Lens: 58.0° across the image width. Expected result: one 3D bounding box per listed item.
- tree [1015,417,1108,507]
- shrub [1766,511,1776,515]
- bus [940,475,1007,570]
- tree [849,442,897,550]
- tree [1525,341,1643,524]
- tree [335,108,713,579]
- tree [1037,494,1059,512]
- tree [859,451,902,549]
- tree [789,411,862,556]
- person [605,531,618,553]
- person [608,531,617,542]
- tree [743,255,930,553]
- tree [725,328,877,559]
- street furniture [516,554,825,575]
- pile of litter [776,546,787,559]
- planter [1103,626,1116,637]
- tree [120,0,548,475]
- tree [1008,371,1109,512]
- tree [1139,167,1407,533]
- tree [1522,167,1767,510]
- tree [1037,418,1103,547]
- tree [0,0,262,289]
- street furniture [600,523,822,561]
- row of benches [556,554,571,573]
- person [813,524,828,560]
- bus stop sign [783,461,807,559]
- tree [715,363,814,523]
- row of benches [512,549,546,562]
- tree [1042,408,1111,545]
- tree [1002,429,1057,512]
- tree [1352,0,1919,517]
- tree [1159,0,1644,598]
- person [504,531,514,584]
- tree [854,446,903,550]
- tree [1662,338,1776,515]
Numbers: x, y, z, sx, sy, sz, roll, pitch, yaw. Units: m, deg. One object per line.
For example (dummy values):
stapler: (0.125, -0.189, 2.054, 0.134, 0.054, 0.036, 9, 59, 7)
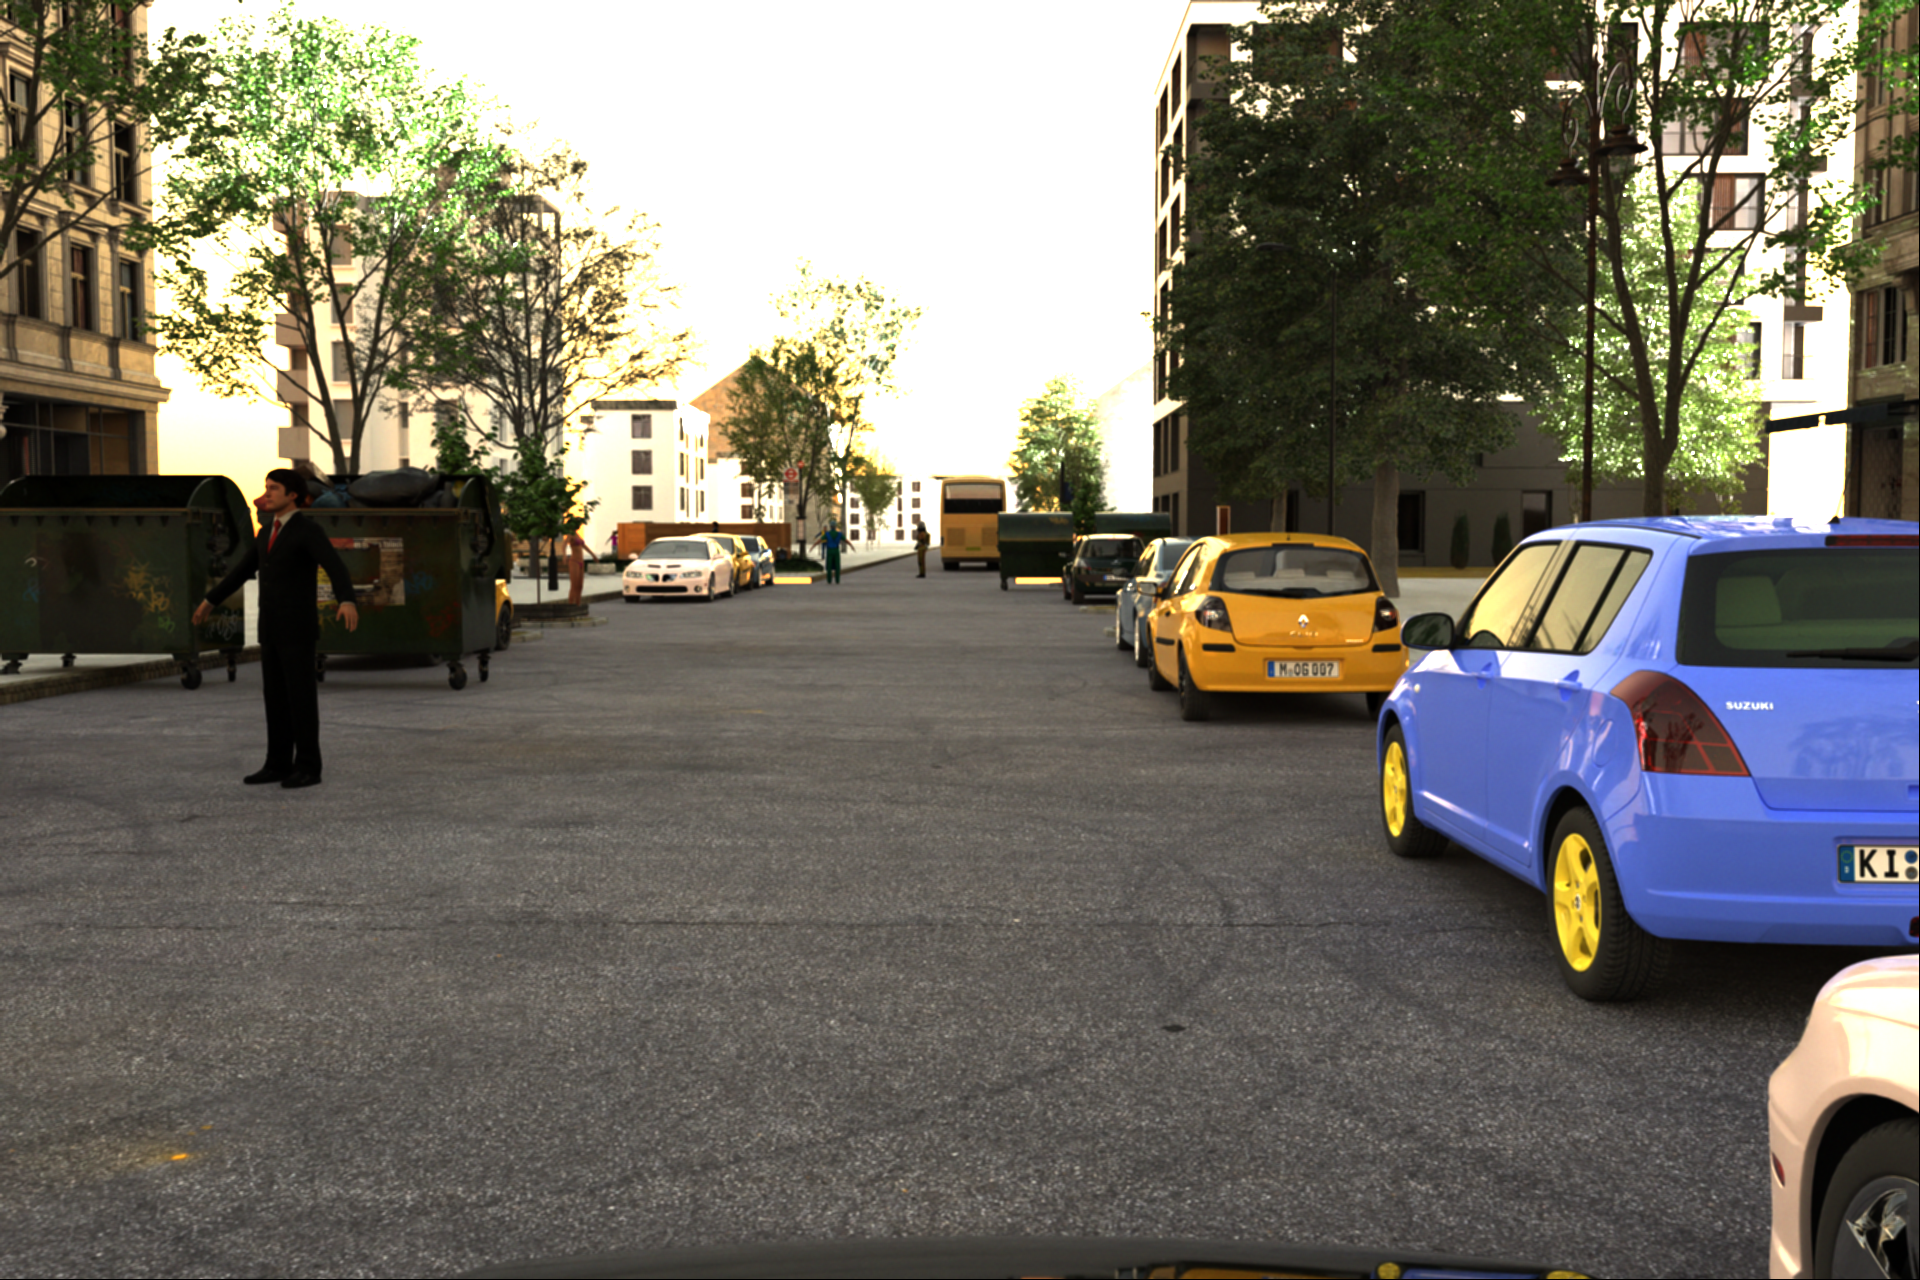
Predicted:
tree: (7.872, -12.074, 131.821, 7.601, 10.594, 8.767, 1, 4, 18)
shrub: (27.587, -3.359, 58.966, 1.661, 2.075, 1.752, 0, 3, 0)
bus: (0.535, -4.895, 71.579, 2.896, 3.916, 12.252, 0, 4, 0)
tree: (-7.057, -11.376, 136.356, 4.737, 8.622, 4.395, 0, 3, 0)
tree: (21.976, -6.852, 62.400, 4.360, 8.622, 3.978, 0, 3, 0)
tree: (-12.344, -8.525, 49.758, 12.009, 13.543, 11.850, 0, 3, 0)
tree: (12.718, -17.871, 242.557, 4.737, 8.622, 4.395, 0, 3, 0)
tree: (-7.162, -12.427, 153.542, 4.737, 8.622, 4.395, 0, 3, 0)
tree: (-8.129, -9.291, 102.272, 4.737, 8.622, 4.395, 0, 3, 0)
person: (-15.688, -4.252, 78.794, 0.991, 1.433, 0.599, 1, 4, 15)
person: (-16.466, -4.780, 84.377, 1.346, 1.802, 0.704, -1, 4, -15)
tree: (-8.478, -16.010, 117.651, 12.611, 20.169, 13.585, 0, 3, 0)
tree: (-8.113, -9.952, 88.478, 9.928, 11.665, 9.643, 0, 3, 0)
street furniture: (-9.569, -2.509, 56.650, 10.072, 0.657, 5.734, 0, 4, 1)
pile of litter: (-6.176, -2.951, 62.214, 1.176, 0.858, 1.719, 0, 4, 2)
planter: (3.056, -0.214, 24.632, 1.991, 0.319, 1.994, 0, 4, 1)
tree: (-11.928, -6.589, 33.493, 9.928, 11.665, 9.643, 0, 3, 0)
tree: (6.838, -12.390, 120.708, 7.486, 12.596, 7.792, 0, 3, 0)
tree: (10.850, -9.308, 58.841, 9.857, 13.997, 8.962, 0, 3, 0)
tree: (21.390, -8.344, 54.559, 7.486, 12.596, 7.792, 0, 3, 0)
tree: (7.391, -9.666, 108.397, 4.360, 8.622, 3.978, 0, 3, 0)
tree: (-12.581, -5.842, 21.275, 9.928, 11.665, 9.643, 0, 3, 0)
street furniture: (-9.925, -3.929, 71.089, 11.010, 1.723, 9.812, 3, 5, 44)
row of benches: (-11.590, -2.161, 50.795, 1.422, 0.672, 4.104, -1, 4, -12)
person: (-6.651, -4.838, 85.568, 1.216, 1.772, 0.721, 0, 4, -7)
bus stop sign: (-6.038, -4.567, 63.378, 0.855, 3.939, 0.416, 0, 4, 2)
tree: (-8.626, -7.675, 75.854, 4.737, 8.622, 4.395, 0, 3, 0)
row of benches: (-17.834, -3.364, 70.465, 1.422, 0.672, 4.104, 0, 4, 8)
tree: (6.790, -9.182, 100.494, 4.360, 8.622, 3.978, 0, 3, 0)
tree: (7.621, -13.069, 148.095, 7.601, 10.594, 8.767, 2, 4, 25)
tree: (8.862, -5.873, 21.783, 9.928, 11.665, 9.643, 0, 3, 0)
tree: (8.549, -7.835, 34.753, 9.857, 13.997, 8.962, 0, 3, 0)
person: (-11.826, -2.328, 44.839, 0.721, 1.736, 1.217, -1, 4, -12)
tree: (-7.080, -11.689, 141.469, 4.737, 8.622, 4.395, 0, 3, 0)
tree: (27.931, -6.929, 63.655, 4.737, 8.622, 4.395, 0, 3, 0)
